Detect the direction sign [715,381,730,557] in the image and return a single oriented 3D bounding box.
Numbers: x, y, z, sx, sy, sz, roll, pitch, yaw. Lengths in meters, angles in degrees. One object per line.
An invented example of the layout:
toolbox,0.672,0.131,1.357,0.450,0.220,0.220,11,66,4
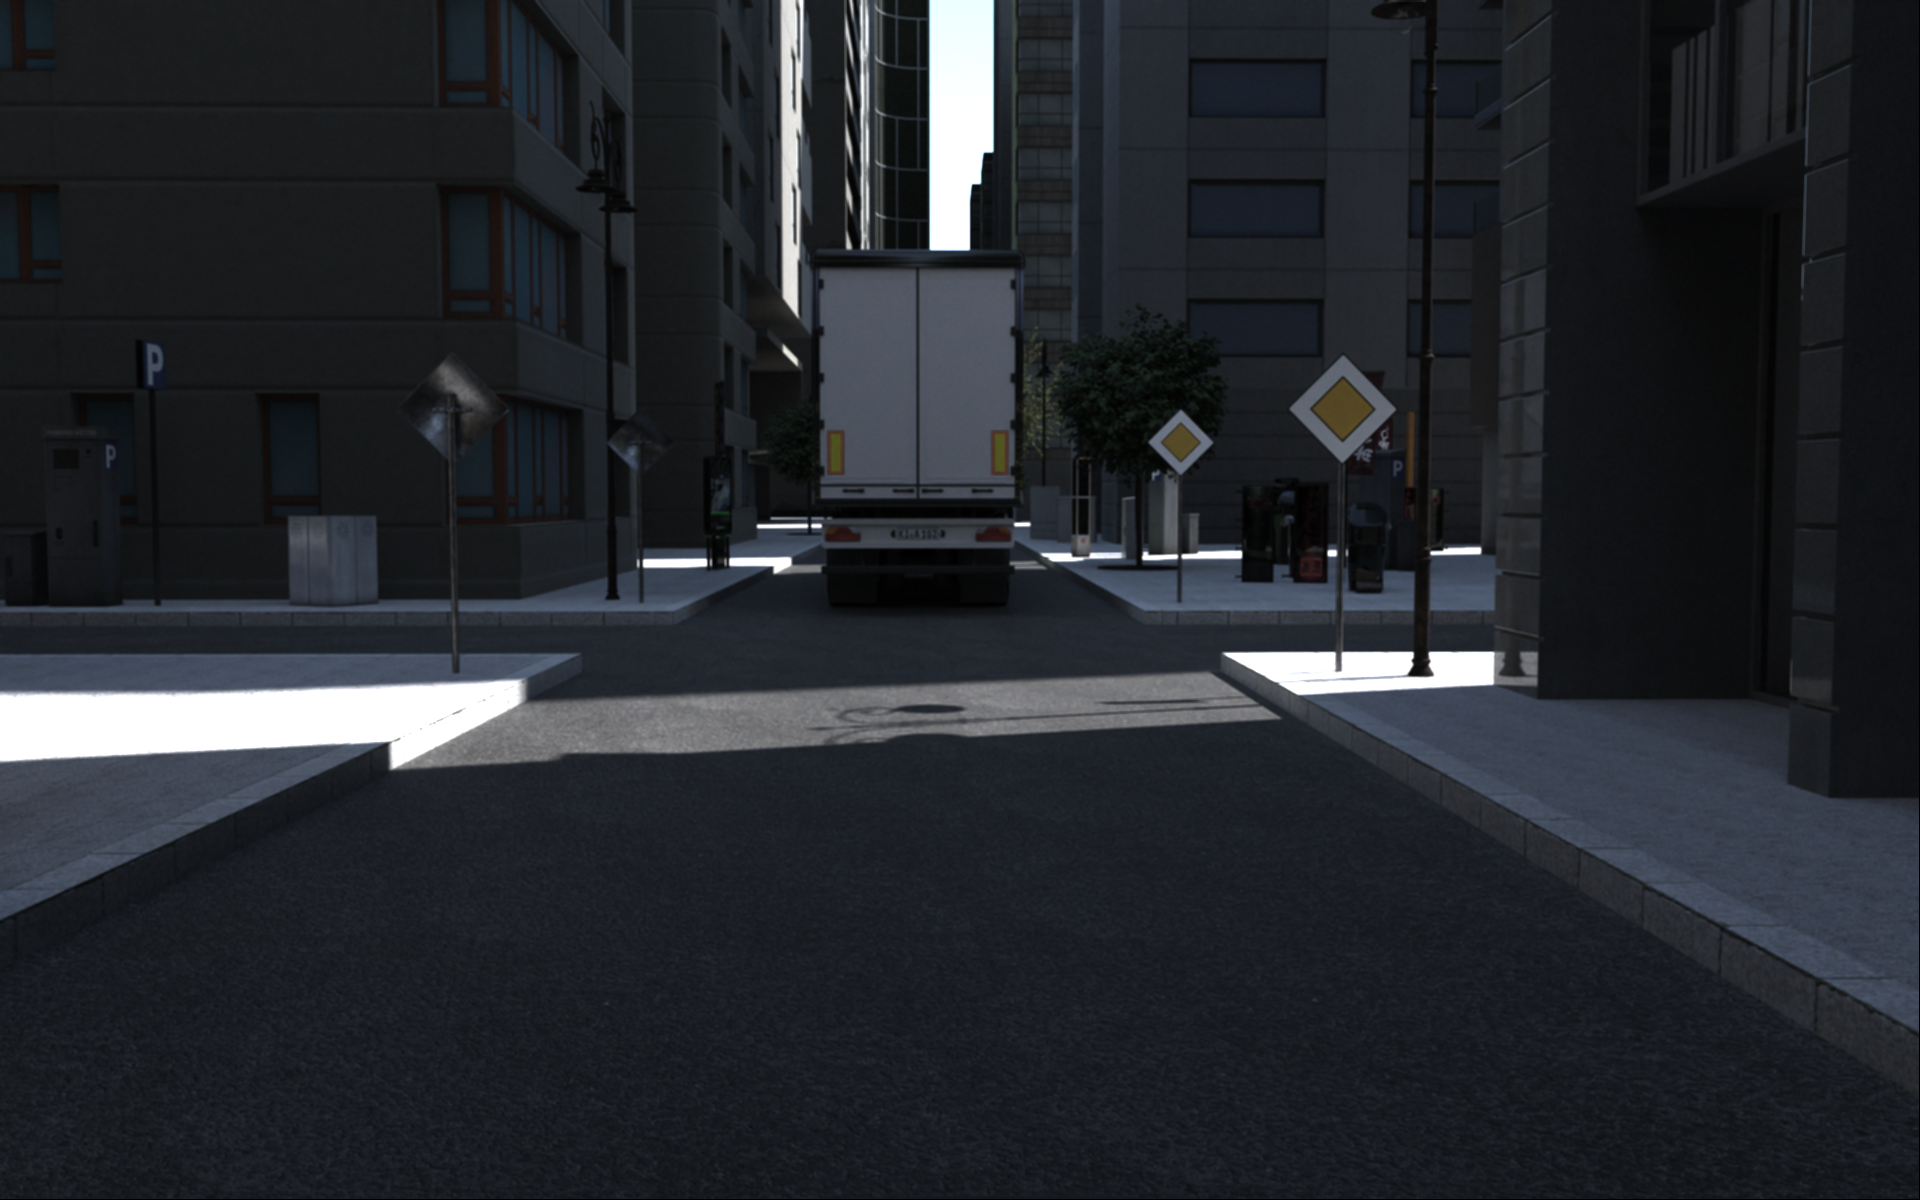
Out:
direction sign,-4.865,-2.637,35.107,0.379,3.537,0.876,-1,4,-18

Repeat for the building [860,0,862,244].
building,-14.325,-26.921,123.756,14.154,41.232,14.086,0,4,-1

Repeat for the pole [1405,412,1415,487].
pole,11.177,-3.012,43.088,0.158,3.312,0.155,0,3,0

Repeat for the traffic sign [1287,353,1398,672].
traffic sign,2.732,-0.538,12.446,0.795,2.450,0.064,0,4,-1

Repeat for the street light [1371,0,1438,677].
street light,3.256,-2.402,12.054,0.468,5.910,1.993,0,4,-1

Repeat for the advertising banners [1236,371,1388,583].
advertising banners,5.030,-1.758,24.923,2.074,3.025,0.090,1,4,12

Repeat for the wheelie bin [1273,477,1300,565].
wheelie bin,5.966,-1.451,31.639,0.693,1.594,0.980,-2,4,-28

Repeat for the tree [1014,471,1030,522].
tree,2.283,-5.132,78.506,1.663,3.219,1.824,0,3,0

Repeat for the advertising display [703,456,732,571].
advertising display,-4.111,-1.481,29.421,0.123,1.923,0.974,1,4,14

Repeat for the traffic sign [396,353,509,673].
traffic sign,-3.612,-0.533,12.358,0.795,2.450,0.064,0,4,-1

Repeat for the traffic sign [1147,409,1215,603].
traffic sign,2.594,-1.027,20.430,0.795,2.450,0.064,0,4,-1

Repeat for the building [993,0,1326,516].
building,12.918,-35.801,127.353,21.231,58.520,28.212,0,4,-1

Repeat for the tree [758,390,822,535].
tree,-4.680,-4.345,54.749,4.285,4.588,4.351,0,3,0

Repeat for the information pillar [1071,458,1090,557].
information pillar,2.459,-1.879,35.209,0.304,2.012,0.304,-1,4,-16

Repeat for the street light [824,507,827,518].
street light,-4.939,-5.546,63.473,0.468,5.910,1.993,0,4,-1

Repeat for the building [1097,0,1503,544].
building,14.256,-31.475,56.619,21.231,58.520,28.212,0,4,-1

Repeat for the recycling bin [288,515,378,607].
recycling bin,-7.272,-0.461,20.098,0.722,1.027,0.722,2,4,27

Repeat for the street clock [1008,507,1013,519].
street clock,1.850,-3.613,63.645,0.471,2.002,0.358,-1,4,-13

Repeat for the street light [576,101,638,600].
street light,-4.232,-2.944,20.923,0.468,5.910,1.993,0,4,-1

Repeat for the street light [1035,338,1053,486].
street light,2.493,-4.813,51.478,0.468,5.910,1.993,0,4,-1

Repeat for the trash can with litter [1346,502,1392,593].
trash can with litter,5.417,-0.697,22.782,0.624,1.170,1.055,0,4,7

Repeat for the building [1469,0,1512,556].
building,17.977,-23.157,28.734,14.200,45.320,14.600,0,4,-1

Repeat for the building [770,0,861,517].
building,-17.126,-29.466,105.479,21.300,48.544,21.600,0,4,-1

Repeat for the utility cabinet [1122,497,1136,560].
utility cabinet,3.378,-1.416,34.307,0.306,1.237,1.020,0,4,1

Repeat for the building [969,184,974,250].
building,7.856,-23.973,163.665,14.160,30.474,14.107,0,4,-1

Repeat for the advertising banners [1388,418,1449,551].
advertising banners,10.277,-2.653,39.565,0.090,3.025,2.074,-3,4,-37

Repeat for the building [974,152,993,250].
building,8.724,-23.092,149.261,14.160,30.474,14.107,0,4,-1

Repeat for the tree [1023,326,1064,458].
tree,2.415,-7.595,74.539,4.737,8.622,4.395,0,3,0

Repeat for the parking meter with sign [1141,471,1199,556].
parking meter with sign,4.368,-2.466,36.587,1.738,3.016,0.543,-3,5,-45

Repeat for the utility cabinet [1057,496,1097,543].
utility cabinet,3.097,-2.118,45.793,1.020,1.237,0.306,1,4,15

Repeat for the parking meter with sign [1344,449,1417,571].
parking meter with sign,7.164,-2.027,29.404,0.543,3.016,1.738,-2,4,-34

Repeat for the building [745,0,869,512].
building,-21.589,-34.635,155.519,27.495,52.752,28.713,0,4,-1

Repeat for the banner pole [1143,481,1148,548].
banner pole,4.549,-3.168,41.811,0.401,3.779,0.863,3,5,43

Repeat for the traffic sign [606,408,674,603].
traffic sign,-3.749,-1.021,20.341,0.795,2.450,0.064,0,4,-1

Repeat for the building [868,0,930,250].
building,-13.547,-45.887,188.496,20.611,71.187,20.563,0,4,-1

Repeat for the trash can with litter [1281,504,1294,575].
trash can with litter,5.282,-0.944,26.818,0.624,1.170,1.055,1,4,10

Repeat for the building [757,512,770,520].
building,-20.166,-29.390,69.762,28.713,52.752,27.495,0,4,-1

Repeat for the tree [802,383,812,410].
tree,-6.203,-8.492,89.203,4.360,8.622,3.978,0,3,0

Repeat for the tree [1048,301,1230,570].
tree,3.137,-2.815,29.733,4.285,4.588,4.351,0,3,0

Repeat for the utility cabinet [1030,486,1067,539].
utility cabinet,2.511,-2.462,48.939,0.318,1.500,1.173,-3,5,-43

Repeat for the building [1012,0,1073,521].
building,9.575,-24.747,88.206,14.154,41.232,14.086,0,4,-1

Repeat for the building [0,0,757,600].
building,-19.417,-11.594,34.594,27.650,21.520,28.899,0,4,-1

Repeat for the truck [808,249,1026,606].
truck,-0.604,-2.237,25.494,2.839,4.237,11.283,0,4,-1

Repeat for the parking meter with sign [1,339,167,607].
parking meter with sign,-10.048,-1.441,19.828,1.738,3.016,0.543,0,4,0
